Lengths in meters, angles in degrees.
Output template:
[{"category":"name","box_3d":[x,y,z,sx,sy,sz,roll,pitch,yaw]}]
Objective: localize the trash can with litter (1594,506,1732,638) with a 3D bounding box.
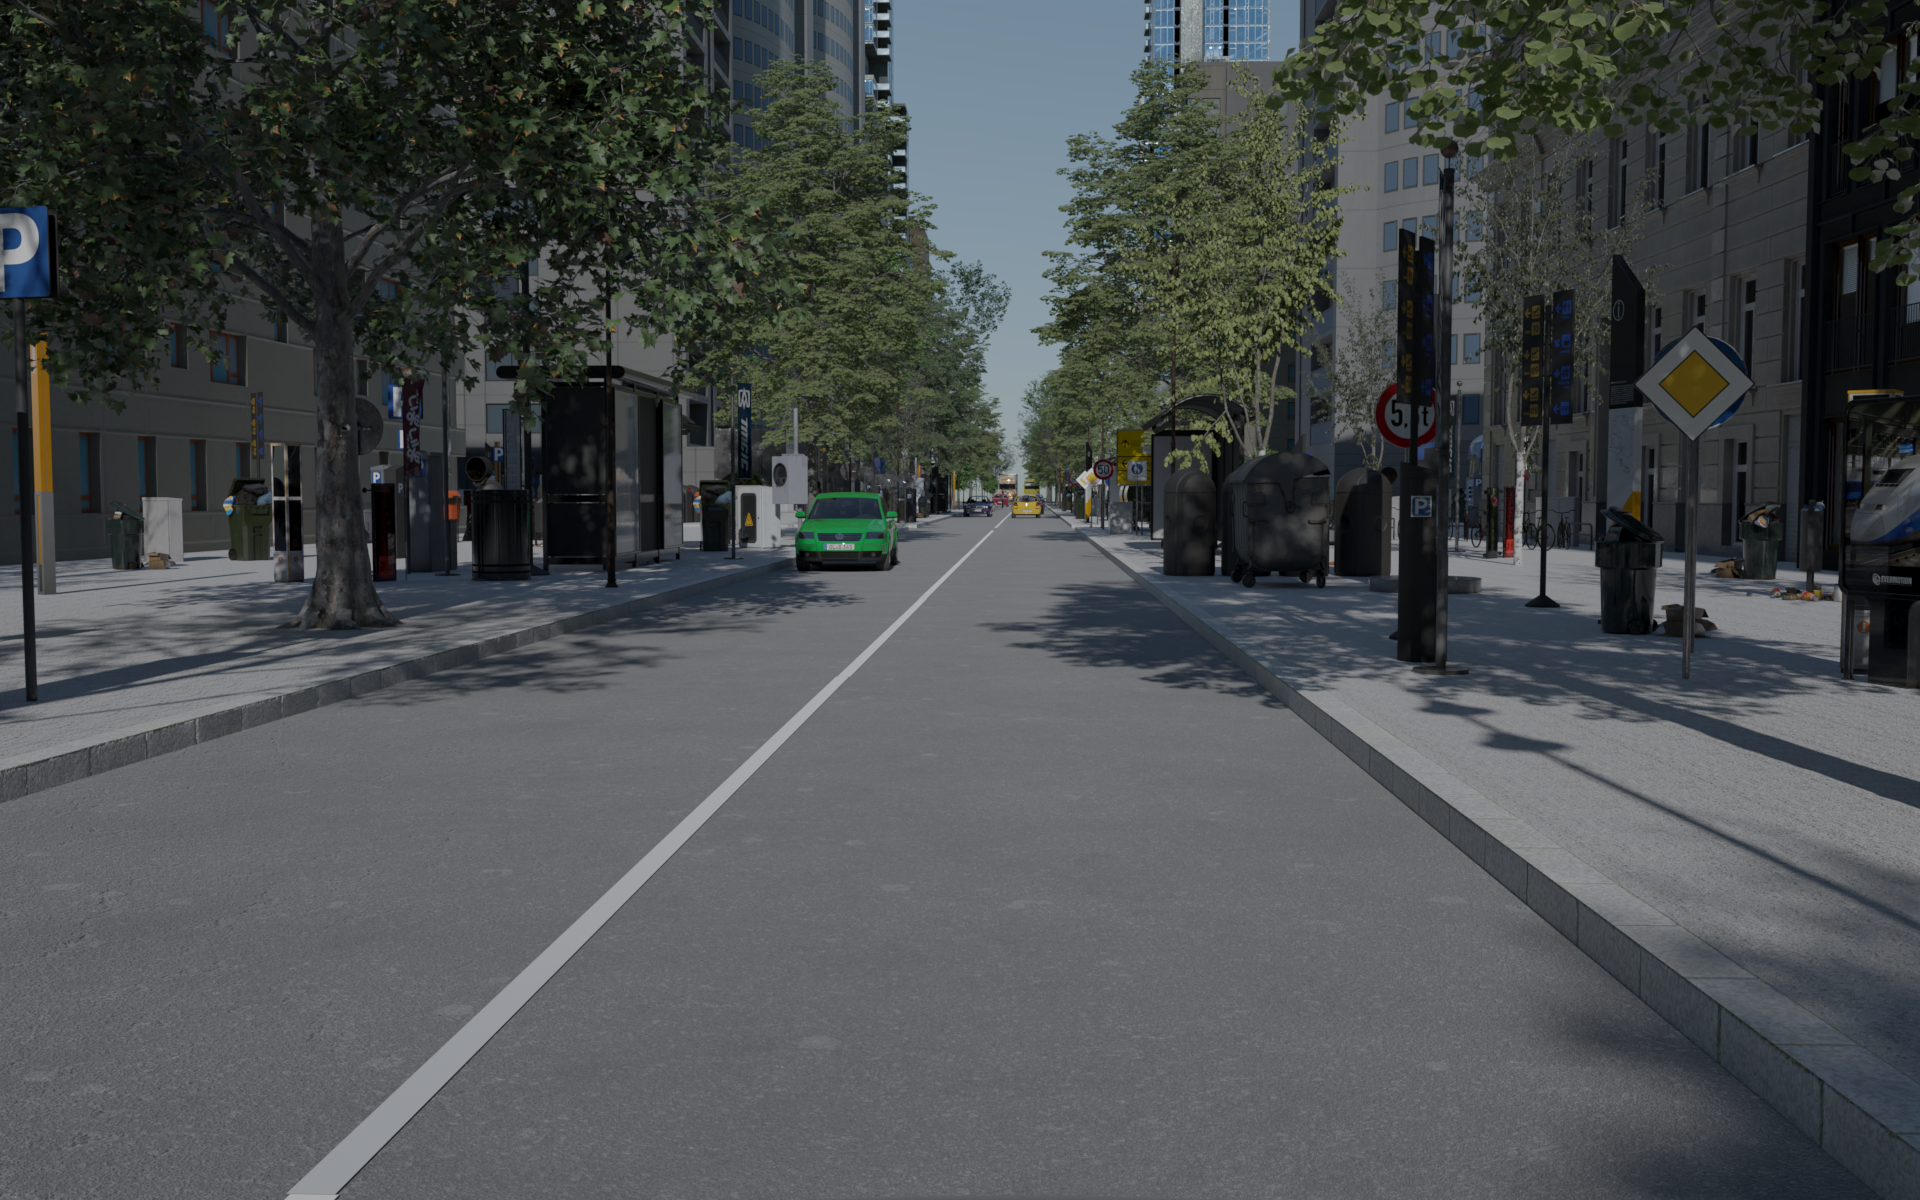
[{"category":"trash can with litter","box_3d":[6.367,-0.272,15.830,1.055,1.170,0.624,3,5,41]}]

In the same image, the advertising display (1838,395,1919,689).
[{"category":"advertising display","box_3d":[6.239,-0.385,11.516,0.123,1.923,0.974,-1,4,-12]}]

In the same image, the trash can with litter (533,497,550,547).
[{"category":"trash can with litter","box_3d":[-10.427,-1.925,42.523,2.233,1.210,1.678,3,4,36]}]

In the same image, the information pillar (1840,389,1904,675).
[{"category":"information pillar","box_3d":[6.506,-0.481,12.364,0.304,2.012,0.304,3,4,39]}]

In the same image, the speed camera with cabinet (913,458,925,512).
[{"category":"speed camera with cabinet","box_3d":[-2.273,-6.058,93.384,0.660,3.252,2.038,0,4,6]}]

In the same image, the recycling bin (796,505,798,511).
[{"category":"recycling bin","box_3d":[-11.724,-7.096,128.566,0.722,1.027,0.722,-2,4,-26]}]

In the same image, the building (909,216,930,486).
[{"category":"building","box_3d":[-12.268,-38.653,282.079,14.600,45.320,14.200,0,4,2]}]

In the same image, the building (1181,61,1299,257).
[{"category":"building","box_3d":[28.223,-29.598,167.514,14.154,41.232,14.086,0,4,2]}]

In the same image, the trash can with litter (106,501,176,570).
[{"category":"trash can with litter","box_3d":[-13.946,-1.109,29.517,1.055,1.170,0.624,-1,4,-10]}]

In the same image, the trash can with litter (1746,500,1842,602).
[{"category":"trash can with litter","box_3d":[10.653,-0.632,21.392,1.678,1.210,2.233,2,4,29]}]

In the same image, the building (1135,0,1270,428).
[{"category":"building","box_3d":[36.056,-58.338,266.501,22.319,86.520,31.000,0,4,2]}]

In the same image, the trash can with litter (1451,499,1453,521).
[{"category":"trash can with litter","box_3d":[23.486,-4.286,81.465,1.055,1.170,0.624,-3,5,-44]}]

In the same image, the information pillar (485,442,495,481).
[{"category":"information pillar","box_3d":[-21.136,-5.296,77.943,0.504,3.616,0.183,-3,5,-42]}]

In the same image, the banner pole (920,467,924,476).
[{"category":"banner pole","box_3d":[-3.232,-9.615,147.214,0.401,3.779,0.863,2,4,27]}]

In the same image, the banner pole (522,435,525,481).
[{"category":"banner pole","box_3d":[-13.833,-3.989,55.236,0.401,3.779,0.863,0,4,6]}]

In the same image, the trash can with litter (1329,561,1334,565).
[{"category":"trash can with litter","box_3d":[6.481,-1.236,31.265,2.233,1.210,1.678,-2,4,-27]}]

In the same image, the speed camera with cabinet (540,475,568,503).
[{"category":"speed camera with cabinet","box_3d":[-19.287,-5.375,82.225,0.660,3.252,2.038,-3,4,-36]}]

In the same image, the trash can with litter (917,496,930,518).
[{"category":"trash can with litter","box_3d":[-1.978,-4.913,91.708,0.624,1.170,1.055,1,4,11]}]

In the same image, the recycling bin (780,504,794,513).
[{"category":"recycling bin","box_3d":[-11.951,-6.527,119.275,0.722,1.027,0.722,3,5,39]}]

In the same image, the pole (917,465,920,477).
[{"category":"pole","box_3d":[-2.903,-7.847,122.135,0.158,3.312,0.155,0,3,0]}]

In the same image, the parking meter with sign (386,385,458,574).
[{"category":"parking meter with sign","box_3d":[-8.792,-1.973,28.522,0.543,3.016,1.738,0,4,4]}]

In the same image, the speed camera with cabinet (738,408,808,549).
[{"category":"speed camera with cabinet","box_3d":[-4.392,-2.822,40.476,0.660,3.252,2.038,-3,5,-42]}]

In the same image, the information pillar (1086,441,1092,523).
[{"category":"information pillar","box_3d":[5.745,-5.253,77.235,0.183,3.616,0.504,2,4,32]}]

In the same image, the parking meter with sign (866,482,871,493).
[{"category":"parking meter with sign","box_3d":[-5.728,-7.080,112.012,0.543,3.016,1.738,3,4,37]}]

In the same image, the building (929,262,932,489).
[{"category":"building","box_3d":[-12.254,-37.495,296.628,14.154,41.232,14.086,0,4,2]}]

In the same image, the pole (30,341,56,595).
[{"category":"pole","box_3d":[-11.649,-1.722,22.000,0.158,3.312,0.155,0,3,0]}]

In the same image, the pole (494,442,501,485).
[{"category":"pole","box_3d":[-17.991,-4.500,67.412,0.158,3.312,0.155,0,3,0]}]

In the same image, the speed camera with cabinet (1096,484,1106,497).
[{"category":"speed camera with cabinet","box_3d":[9.610,-8.067,126.237,2.038,3.252,0.660,1,4,9]}]

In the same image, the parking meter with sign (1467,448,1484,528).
[{"category":"parking meter with sign","box_3d":[19.638,-4.225,65.341,0.543,3.016,1.738,2,4,34]}]

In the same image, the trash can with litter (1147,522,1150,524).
[{"category":"trash can with litter","box_3d":[8.347,-3.803,73.567,0.624,1.170,1.055,-2,4,-32]}]

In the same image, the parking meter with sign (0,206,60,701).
[{"category":"parking meter with sign","box_3d":[-5.976,-0.831,9.851,0.543,3.016,1.738,1,4,16]}]

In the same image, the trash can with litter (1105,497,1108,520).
[{"category":"trash can with litter","box_3d":[7.495,-4.407,83.443,1.055,1.170,0.624,-1,4,-19]}]

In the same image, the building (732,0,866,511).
[{"category":"building","box_3d":[-20.709,-38.007,163.420,21.231,58.520,28.212,0,4,2]}]

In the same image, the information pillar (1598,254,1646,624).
[{"category":"information pillar","box_3d":[6.428,-1.554,16.762,0.183,3.616,0.504,-1,4,-9]}]

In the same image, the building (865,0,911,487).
[{"category":"building","box_3d":[-17.648,-57.847,258.462,22.319,86.520,31.000,0,4,2]}]

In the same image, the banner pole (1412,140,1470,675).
[{"category":"banner pole","box_3d":[3.376,-1.353,12.139,0.401,3.779,0.863,1,4,21]}]

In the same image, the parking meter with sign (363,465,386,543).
[{"category":"parking meter with sign","box_3d":[-15.163,-3.021,45.659,0.543,3.016,1.738,2,4,26]}]

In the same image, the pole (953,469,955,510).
[{"category":"pole","box_3d":[-0.477,-8.940,140.008,0.158,3.312,0.155,0,3,0]}]

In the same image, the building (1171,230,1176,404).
[{"category":"building","box_3d":[29.050,-25.101,182.106,14.160,30.474,14.107,0,4,2]}]

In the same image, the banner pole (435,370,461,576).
[{"category":"banner pole","box_3d":[-8.102,-2.286,27.391,0.401,3.779,0.863,-1,4,-8]}]

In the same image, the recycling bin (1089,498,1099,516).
[{"category":"recycling bin","box_3d":[7.899,-5.532,103.006,0.722,1.027,0.722,2,4,23]}]

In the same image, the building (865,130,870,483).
[{"category":"building","box_3d":[-17.273,-30.663,184.936,14.154,41.232,14.086,0,4,2]}]

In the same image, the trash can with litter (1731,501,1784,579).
[{"category":"trash can with litter","box_3d":[11.861,-0.905,26.184,0.624,1.170,1.055,-2,4,-31]}]

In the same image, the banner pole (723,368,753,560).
[{"category":"banner pole","box_3d":[-4.346,-2.703,34.205,0.401,3.779,0.863,2,4,29]}]

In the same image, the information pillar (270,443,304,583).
[{"category":"information pillar","box_3d":[-9.749,-1.261,25.112,0.304,2.012,0.304,2,4,25]}]

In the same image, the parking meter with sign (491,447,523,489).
[{"category":"parking meter with sign","box_3d":[-16.368,-4.105,63.370,1.738,3.016,0.543,3,4,38]}]

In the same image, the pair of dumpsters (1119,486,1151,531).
[{"category":"pair of dumpsters","box_3d":[6.551,-3.607,61.469,1.574,2.255,4.437,0,4,2]}]

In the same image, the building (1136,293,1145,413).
[{"category":"building","box_3d":[42.631,-36.895,295.116,32.217,40.220,23.993,0,4,2]}]

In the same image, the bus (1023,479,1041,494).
[{"category":"bus","box_3d":[11.550,-17.564,278.724,2.896,3.916,12.252,0,4,2]}]
